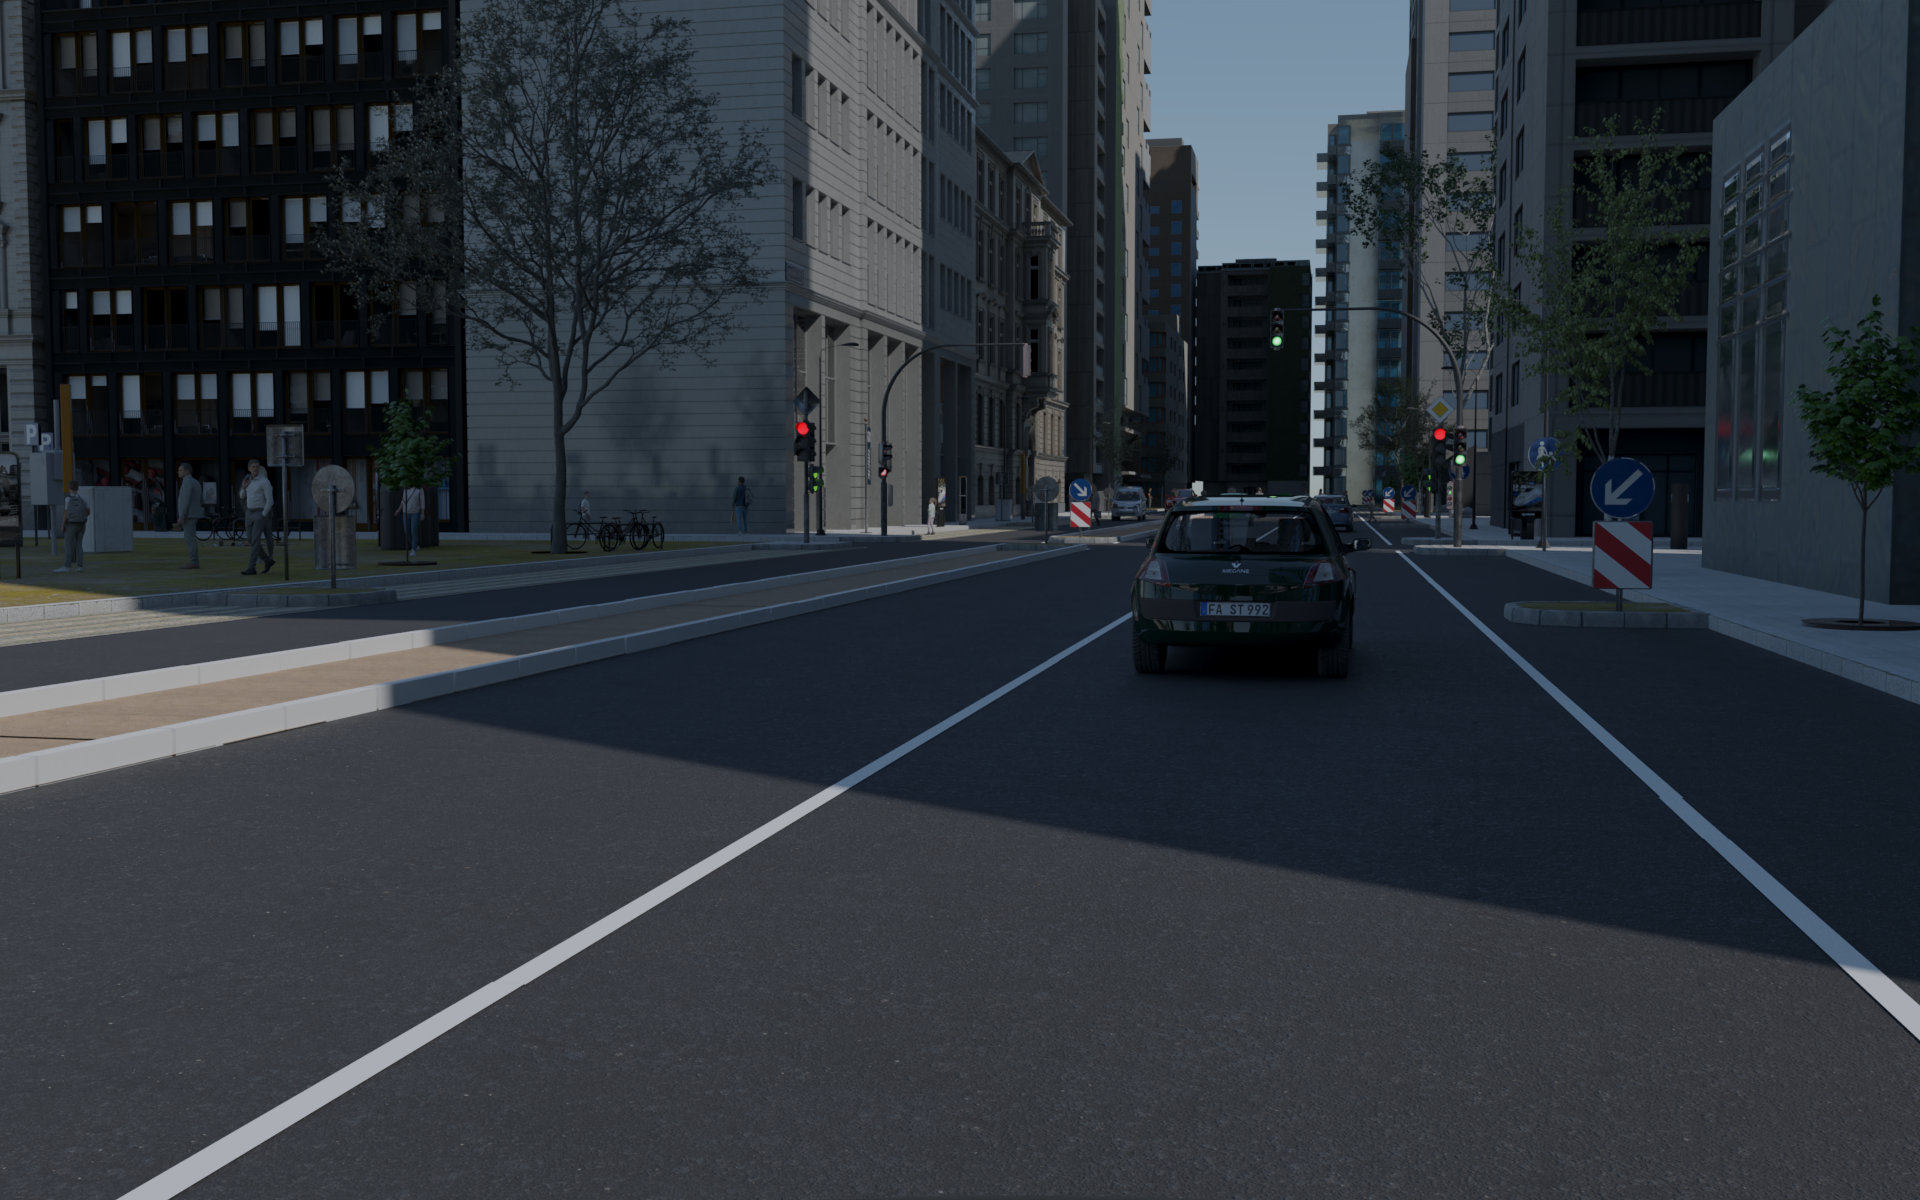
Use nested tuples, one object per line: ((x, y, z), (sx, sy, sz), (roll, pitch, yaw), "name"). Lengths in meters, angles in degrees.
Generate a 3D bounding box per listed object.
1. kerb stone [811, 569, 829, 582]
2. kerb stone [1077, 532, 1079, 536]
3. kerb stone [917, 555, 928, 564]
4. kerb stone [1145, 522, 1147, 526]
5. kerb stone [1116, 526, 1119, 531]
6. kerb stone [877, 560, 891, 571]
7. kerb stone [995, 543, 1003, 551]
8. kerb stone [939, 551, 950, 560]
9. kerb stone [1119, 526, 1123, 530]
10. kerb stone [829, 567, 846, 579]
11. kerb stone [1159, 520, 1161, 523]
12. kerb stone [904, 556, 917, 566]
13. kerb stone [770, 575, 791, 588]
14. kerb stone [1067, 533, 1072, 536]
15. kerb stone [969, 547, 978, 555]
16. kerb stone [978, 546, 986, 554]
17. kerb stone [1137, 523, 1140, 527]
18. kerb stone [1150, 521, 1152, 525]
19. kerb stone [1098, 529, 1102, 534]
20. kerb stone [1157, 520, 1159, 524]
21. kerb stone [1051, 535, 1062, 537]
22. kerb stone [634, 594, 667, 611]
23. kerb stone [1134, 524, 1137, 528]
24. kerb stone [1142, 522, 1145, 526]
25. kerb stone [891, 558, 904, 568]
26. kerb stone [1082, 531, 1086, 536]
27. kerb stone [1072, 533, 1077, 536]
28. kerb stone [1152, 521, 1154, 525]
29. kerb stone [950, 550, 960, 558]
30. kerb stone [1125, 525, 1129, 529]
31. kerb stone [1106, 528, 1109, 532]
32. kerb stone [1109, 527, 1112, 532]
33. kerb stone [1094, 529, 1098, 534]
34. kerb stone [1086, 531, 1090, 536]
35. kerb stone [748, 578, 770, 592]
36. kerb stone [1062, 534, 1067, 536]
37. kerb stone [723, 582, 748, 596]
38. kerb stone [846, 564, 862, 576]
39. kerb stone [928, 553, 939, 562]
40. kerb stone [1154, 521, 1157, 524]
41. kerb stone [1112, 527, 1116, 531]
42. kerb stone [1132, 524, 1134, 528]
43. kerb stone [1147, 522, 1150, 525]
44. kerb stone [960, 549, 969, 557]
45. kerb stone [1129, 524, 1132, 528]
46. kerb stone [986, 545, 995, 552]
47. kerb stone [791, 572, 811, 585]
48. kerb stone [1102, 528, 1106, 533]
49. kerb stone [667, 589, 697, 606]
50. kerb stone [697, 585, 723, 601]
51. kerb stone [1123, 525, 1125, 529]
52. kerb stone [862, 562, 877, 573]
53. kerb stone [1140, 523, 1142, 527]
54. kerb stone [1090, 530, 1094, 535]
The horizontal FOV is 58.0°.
((-2.394, -0.386, 28.502), (0.120, 0.150, 1.000), (1, 4, 12), "kerb stone")
((3.787, -2.134, 57.091), (0.120, 0.150, 1.000), (1, 4, 12), "kerb stone")
((-0.876, -0.812, 35.526), (0.120, 0.150, 1.000), (1, 4, 12), "kerb stone")
((8.114, -3.358, 77.119), (0.120, 0.150, 1.000), (1, 4, 12), "kerb stone")
((5.949, -2.743, 67.116), (0.120, 0.150, 1.000), (1, 4, 12), "kerb stone")
((-1.521, -0.631, 32.514), (0.120, 0.150, 1.000), (1, 4, 12), "kerb stone")
((0.858, -1.304, 43.538), (0.120, 0.150, 1.000), (1, 4, 12), "kerb stone")
((-0.442, -0.937, 37.523), (0.120, 0.150, 1.000), (1, 4, 12), "kerb stone")
((6.173, -2.808, 68.113), (0.120, 0.150, 1.000), (1, 4, 12), "kerb stone")
((-2.176, -0.447, 29.504), (0.120, 0.150, 1.000), (1, 4, 12), "kerb stone")
((9.423, -3.727, 83.127), (0.120, 0.150, 1.000), (1, 4, 12), "kerb stone")
((-1.092, -0.753, 34.525), (0.120, 0.150, 1.000), (1, 4, 12), "kerb stone")
((-2.831, -0.262, 26.486), (0.120, 0.150, 1.000), (1, 4, 12), "kerb stone")
((3.351, -2.010, 55.082), (0.120, 0.150, 1.000), (1, 4, 12), "kerb stone")
((0.201, -1.119, 40.527), (0.120, 0.150, 1.000), (1, 4, 12), "kerb stone")
((0.417, -1.178, 41.536), (0.120, 0.150, 1.000), (1, 4, 12), "kerb stone")
((7.472, -3.176, 74.116), (0.120, 0.150, 1.000), (1, 4, 12), "kerb stone")
((8.547, -3.481, 79.119), (0.120, 0.150, 1.000), (1, 4, 12), "kerb stone")
((4.865, -2.438, 62.103), (0.120, 0.150, 1.000), (1, 4, 12), "kerb stone")
((9.203, -3.663, 82.127), (0.120, 0.150, 1.000), (1, 4, 12), "kerb stone")
((2.921, -1.888, 53.071), (0.120, 0.150, 1.000), (1, 4, 12), "kerb stone")
((-3.907, 0.043, 21.488), (0.120, 0.150, 1.000), (1, 4, 12), "kerb stone")
((7.255, -3.111, 73.117), (0.120, 0.150, 1.000), (1, 4, 12), "kerb stone")
((7.903, -3.297, 76.119), (0.120, 0.150, 1.000), (1, 4, 12), "kerb stone")
((-1.312, -0.692, 33.515), (0.120, 0.150, 1.000), (1, 4, 12), "kerb stone")
((4.008, -2.194, 58.089), (0.120, 0.150, 1.000), (1, 4, 12), "kerb stone")
((3.578, -2.073, 56.086), (0.120, 0.150, 1.000), (1, 4, 12), "kerb stone")
((8.767, -3.543, 80.117), (0.120, 0.150, 1.000), (1, 4, 12), "kerb stone")
((-0.229, -0.999, 38.522), (0.120, 0.150, 1.000), (1, 4, 12), "kerb stone")
((6.611, -2.927, 70.114), (0.120, 0.150, 1.000), (1, 4, 12), "kerb stone")
((5.302, -2.563, 64.107), (0.120, 0.150, 1.000), (1, 4, 12), "kerb stone")
((5.512, -2.623, 65.112), (0.120, 0.150, 1.000), (1, 4, 12), "kerb stone")
((4.649, -2.379, 61.098), (0.120, 0.150, 1.000), (1, 4, 12), "kerb stone")
((4.219, -2.256, 59.097), (0.120, 0.150, 1.000), (1, 4, 12), "kerb stone")
((-3.047, -0.194, 25.487), (0.120, 0.150, 1.000), (1, 4, 12), "kerb stone")
((3.138, -1.947, 54.078), (0.120, 0.150, 1.000), (1, 4, 12), "kerb stone")
((-3.259, -0.140, 24.487), (0.120, 0.150, 1.000), (1, 4, 12), "kerb stone")
((-1.960, -0.508, 30.506), (0.120, 0.150, 1.000), (1, 4, 12), "kerb stone")
((-0.657, -0.876, 36.524), (0.120, 0.150, 1.000), (1, 4, 12), "kerb stone")
((8.981, -3.602, 81.124), (0.120, 0.150, 1.000), (1, 4, 12), "kerb stone")
((5.742, -2.686, 66.114), (0.120, 0.150, 1.000), (1, 4, 12), "kerb stone")
((7.037, -3.053, 72.117), (0.120, 0.150, 1.000), (1, 4, 12), "kerb stone")
((8.330, -3.418, 78.119), (0.120, 0.150, 1.000), (1, 4, 12), "kerb stone")
((-0.007, -1.055, 39.526), (0.120, 0.150, 1.000), (1, 4, 12), "kerb stone")
((6.822, -2.992, 71.115), (0.120, 0.150, 1.000), (1, 4, 12), "kerb stone")
((0.640, -1.244, 42.539), (0.120, 0.150, 1.000), (1, 4, 12), "kerb stone")
((-2.614, -0.324, 27.499), (0.120, 0.150, 1.000), (1, 4, 12), "kerb stone")
((5.090, -2.502, 63.100), (0.120, 0.150, 1.000), (1, 4, 12), "kerb stone")
((-3.689, -0.018, 22.488), (0.120, 0.150, 1.000), (1, 4, 12), "kerb stone")
((-3.473, -0.074, 23.488), (0.120, 0.150, 1.000), (1, 4, 12), "kerb stone")
((6.382, -2.870, 69.118), (0.120, 0.150, 1.000), (1, 4, 12), "kerb stone")
((-1.745, -0.570, 31.517), (0.120, 0.150, 1.000), (1, 4, 12), "kerb stone")
((7.682, -3.237, 75.121), (0.120, 0.150, 1.000), (1, 4, 12), "kerb stone")
((4.435, -2.318, 60.098), (0.120, 0.150, 1.000), (1, 4, 12), "kerb stone")
